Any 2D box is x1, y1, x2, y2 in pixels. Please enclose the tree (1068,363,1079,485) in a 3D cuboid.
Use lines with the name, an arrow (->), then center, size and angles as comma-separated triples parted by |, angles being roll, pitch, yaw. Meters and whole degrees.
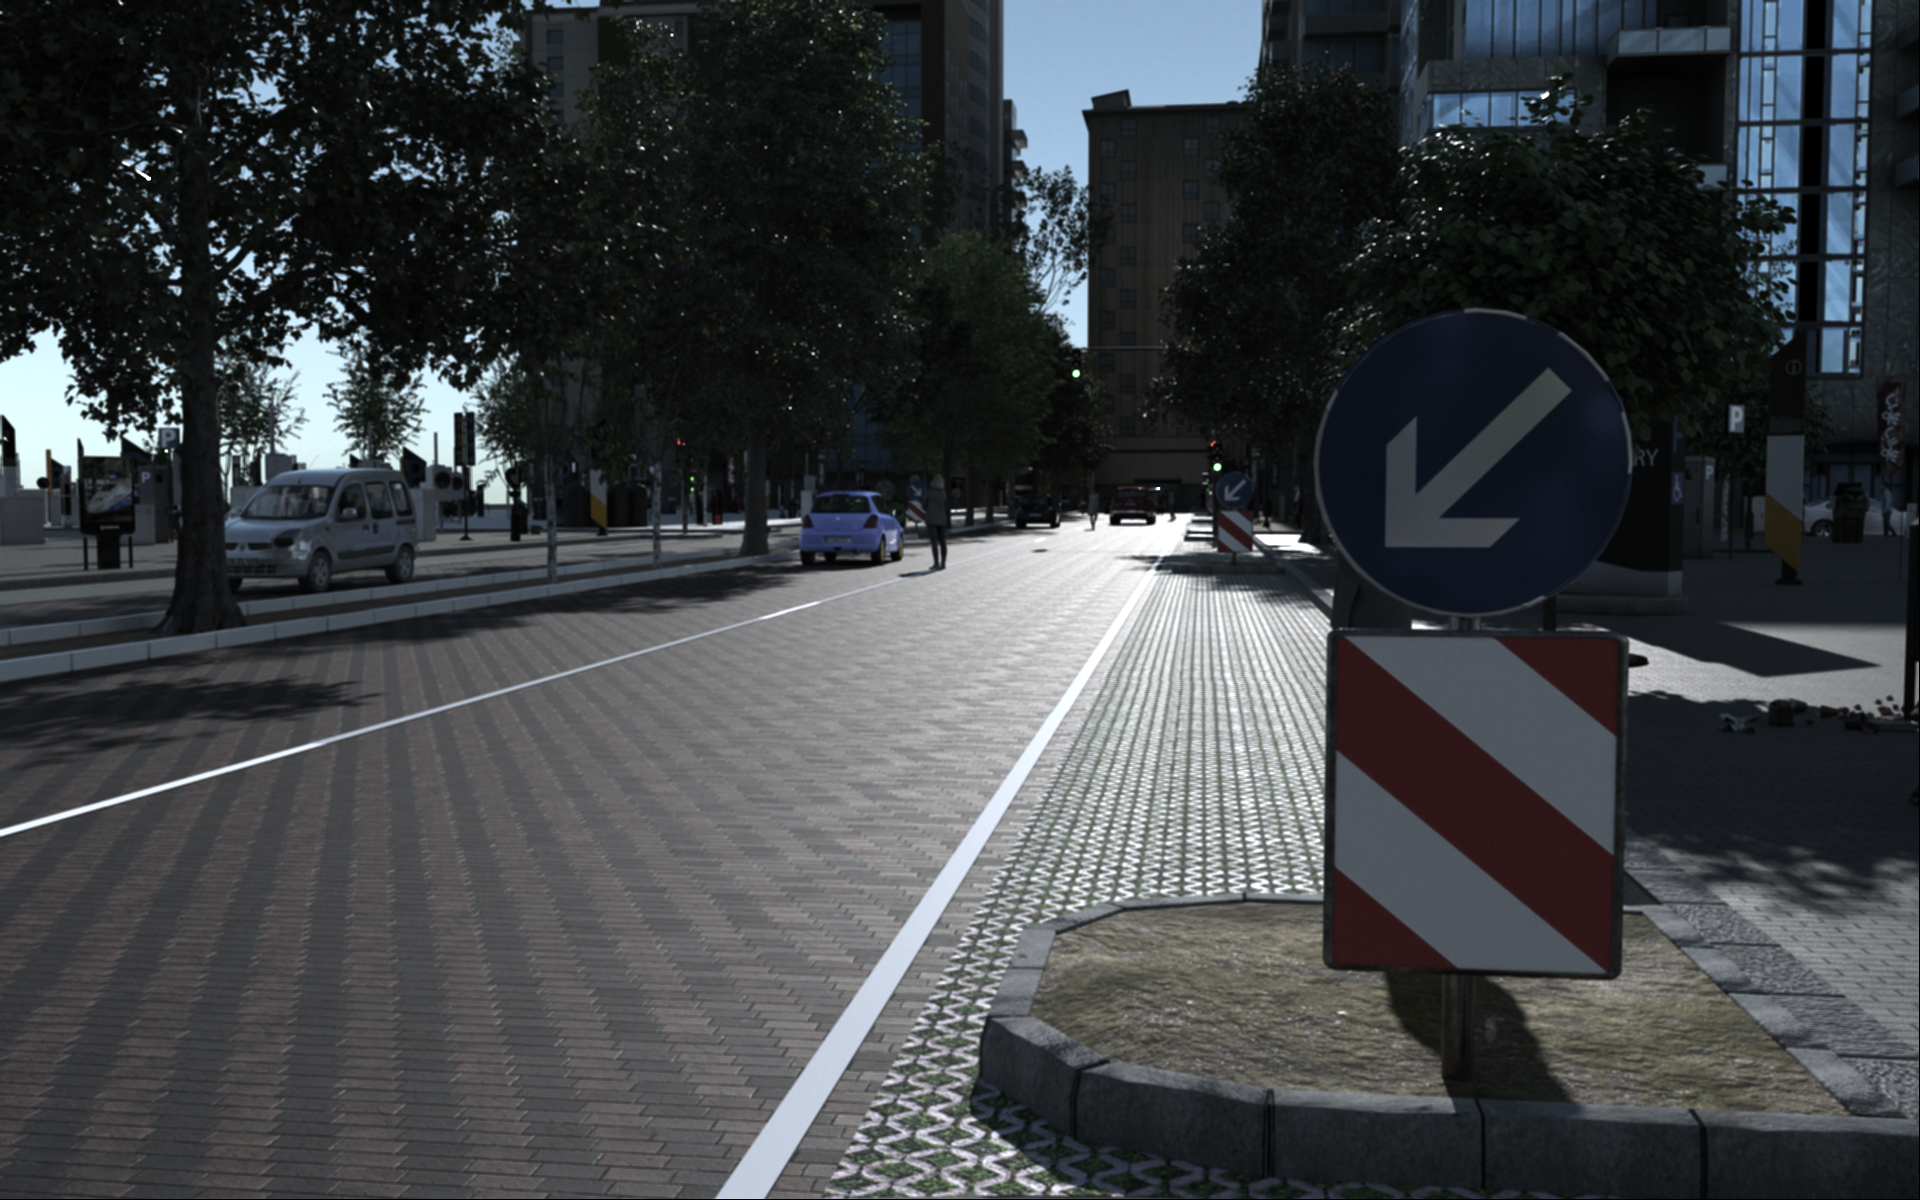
tree -> 1.351, -9.893, 82.336 | 7.486, 12.596, 7.792 | 0, 3, 0

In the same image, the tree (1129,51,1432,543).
tree -> 9.241, -7.844, 45.256 | 9.611, 12.733, 9.660 | 0, 3, 0

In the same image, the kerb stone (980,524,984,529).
kerb stone -> 0.738, -2.970, 70.903 | 0.120, 0.150, 1.000 | 0, 4, 8

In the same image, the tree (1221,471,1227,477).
tree -> 6.478, -2.471, 24.109 | 4.285, 4.588, 4.351 | 0, 3, 0

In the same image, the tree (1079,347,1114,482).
tree -> 6.574, -12.078, 118.065 | 7.486, 12.596, 7.792 | 0, 3, 0

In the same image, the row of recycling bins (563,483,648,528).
row of recycling bins -> -13.598, -3.646, 66.719 | 3.534, 1.692, 1.069 | -3, 5, -43

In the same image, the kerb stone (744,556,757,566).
kerb stone -> -4.312, -0.773, 34.831 | 0.120, 0.150, 1.000 | 0, 4, 8

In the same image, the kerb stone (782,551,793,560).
kerb stone -> -3.887, -0.955, 37.871 | 0.120, 0.150, 1.000 | 0, 4, 8

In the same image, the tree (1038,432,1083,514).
tree -> 7.253, -10.491, 124.350 | 4.737, 8.622, 4.395 | 0, 3, 0

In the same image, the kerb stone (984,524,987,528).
kerb stone -> 0.875, -3.035, 71.917 | 0.120, 0.150, 1.000 | 0, 4, 8

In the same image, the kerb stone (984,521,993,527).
kerb stone -> 1.161, -3.165, 73.948 | 0.120, 0.150, 1.000 | 0, 4, 8

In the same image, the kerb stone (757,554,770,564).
kerb stone -> -4.170, -0.828, 35.844 | 0.120, 0.150, 1.000 | 0, 4, 8

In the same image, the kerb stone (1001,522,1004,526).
kerb stone -> 1.731, -3.413, 78.004 | 0.120, 0.150, 1.000 | 0, 4, 8

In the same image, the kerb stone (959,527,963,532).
kerb stone -> -0.123, -2.605, 64.793 | 0.120, 0.150, 1.000 | 0, 4, 8

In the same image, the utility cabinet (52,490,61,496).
utility cabinet -> -45.009, -4.741, 86.199 | 1.173, 1.500, 0.318 | 2, 4, 29

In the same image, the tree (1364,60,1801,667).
tree -> 4.558, -1.815, 13.388 | 4.285, 4.588, 4.351 | 0, 3, 0

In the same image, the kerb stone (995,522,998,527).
kerb stone -> 1.447, -3.288, 75.975 | 0.120, 0.150, 1.000 | 0, 4, 8

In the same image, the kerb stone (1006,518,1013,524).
kerb stone -> 2.302, -3.661, 82.058 | 0.120, 0.150, 1.000 | 0, 4, 8

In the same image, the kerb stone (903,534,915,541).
kerb stone -> -1.620, -1.950, 54.099 | 0.120, 0.150, 1.000 | 0, 4, 8

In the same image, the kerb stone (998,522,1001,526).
kerb stone -> 1.592, -3.351, 76.991 | 0.120, 0.150, 1.000 | 0, 4, 8

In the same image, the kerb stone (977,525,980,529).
kerb stone -> 0.592, -2.916, 69.877 | 0.120, 0.150, 1.000 | 0, 4, 8

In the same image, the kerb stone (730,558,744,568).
kerb stone -> -4.454, -0.711, 33.819 | 0.120, 0.150, 1.000 | 0, 4, 8

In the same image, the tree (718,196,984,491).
tree -> -3.357, -6.957, 50.624 | 8.767, 10.594, 7.601 | 0, 4, 8

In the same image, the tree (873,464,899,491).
tree -> -4.698, -6.942, 108.106 | 1.663, 3.219, 1.824 | 0, 3, 0

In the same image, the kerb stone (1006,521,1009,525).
kerb stone -> 2.015, -3.537, 80.028 | 0.120, 0.150, 1.000 | 0, 4, 8

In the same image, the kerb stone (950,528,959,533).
kerb stone -> -0.258, -2.543, 63.778 | 0.120, 0.150, 1.000 | 0, 4, 8

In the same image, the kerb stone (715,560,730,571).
kerb stone -> -4.591, -0.644, 32.807 | 0.120, 0.150, 1.000 | 0, 4, 8

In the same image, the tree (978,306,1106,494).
tree -> 4.573, -11.312, 104.417 | 9.611, 12.733, 9.660 | 0, 3, 0

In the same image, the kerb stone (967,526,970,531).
kerb stone -> 0.160, -2.730, 66.828 | 0.120, 0.150, 1.000 | 0, 4, 8

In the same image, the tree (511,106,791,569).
tree -> -5.763, -4.907, 33.041 | 4.360, 8.622, 3.978 | 0, 3, 0

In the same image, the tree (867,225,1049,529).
tree -> -0.428, -8.433, 66.092 | 9.928, 11.665, 9.643 | 0, 3, 0

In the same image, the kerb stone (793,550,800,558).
kerb stone -> -3.750, -1.018, 38.883 | 0.120, 0.150, 1.000 | 0, 4, 8

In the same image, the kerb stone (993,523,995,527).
kerb stone -> 1.304, -3.227, 74.963 | 0.120, 0.150, 1.000 | 0, 4, 8

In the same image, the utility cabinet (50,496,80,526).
utility cabinet -> -35.556, -3.527, 68.831 | 1.020, 1.237, 0.306 | -1, 4, -18

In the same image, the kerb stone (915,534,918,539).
kerb stone -> -1.469, -2.013, 55.110 | 0.120, 0.150, 1.000 | 0, 4, 8

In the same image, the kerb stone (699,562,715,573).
kerb stone -> -4.738, -0.586, 31.778 | 0.120, 0.150, 1.000 | 0, 4, 8

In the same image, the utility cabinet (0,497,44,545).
utility cabinet -> -23.841, -2.005, 43.947 | 0.306, 1.237, 1.020 | 3, 5, 40

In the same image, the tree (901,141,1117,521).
tree -> 1.673, -14.370, 93.295 | 12.611, 20.169, 13.585 | 0, 3, 0

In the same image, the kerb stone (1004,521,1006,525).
kerb stone -> 1.865, -3.475, 79.017 | 0.120, 0.150, 1.000 | 0, 4, 8

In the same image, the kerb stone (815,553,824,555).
kerb stone -> -3.321, -1.202, 41.920 | 0.120, 0.150, 1.000 | 0, 4, 8

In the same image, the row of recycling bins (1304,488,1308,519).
row of recycling bins -> 18.184, -4.895, 87.140 | 1.069, 1.692, 3.534 | 0, 4, -5

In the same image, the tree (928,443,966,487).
tree -> -0.879, -11.313, 135.328 | 4.360, 8.622, 3.978 | 0, 3, 0

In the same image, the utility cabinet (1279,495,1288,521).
utility cabinet -> 15.431, -4.366, 82.544 | 0.306, 1.237, 1.020 | 1, 4, 19

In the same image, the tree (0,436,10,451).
tree -> -15.995, -1.973, 26.861 | 1.663, 3.219, 1.824 | 0, 3, 0

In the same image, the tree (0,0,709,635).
tree -> -7.842, -6.010, 17.735 | 9.611, 12.733, 9.660 | 0, 3, 0

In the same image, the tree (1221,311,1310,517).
tree -> 16.281, -10.411, 95.973 | 9.928, 11.665, 9.643 | 0, 3, 0

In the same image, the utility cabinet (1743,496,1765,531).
utility cabinet -> 27.459, -2.973, 59.771 | 1.020, 1.237, 0.306 | -3, 4, -36

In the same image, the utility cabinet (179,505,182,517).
utility cabinet -> -43.427, -5.282, 97.524 | 1.020, 1.237, 0.306 | -3, 5, -41

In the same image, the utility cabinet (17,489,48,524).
utility cabinet -> -38.764, -3.890, 72.273 | 1.173, 1.500, 0.318 | -1, 4, -22

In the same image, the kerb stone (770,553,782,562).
kerb stone -> -4.025, -0.897, 36.858 | 0.120, 0.150, 1.000 | 0, 4, 8

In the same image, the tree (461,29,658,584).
tree -> -6.435, -4.529, 26.869 | 4.737, 8.622, 4.395 | 0, 3, 0

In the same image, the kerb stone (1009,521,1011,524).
kerb stone -> 2.161, -3.595, 81.044 | 0.120, 0.150, 1.000 | 0, 4, 8

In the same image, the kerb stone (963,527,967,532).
kerb stone -> 0.032, -2.665, 65.811 | 0.120, 0.150, 1.000 | 0, 4, 8

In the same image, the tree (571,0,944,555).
tree -> -4.818, -8.025, 40.324 | 9.857, 13.997, 8.962 | 0, 3, 0

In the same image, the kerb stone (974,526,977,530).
kerb stone -> 0.453, -2.854, 68.864 | 0.120, 0.150, 1.000 | 0, 4, 8

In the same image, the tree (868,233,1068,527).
tree -> 0.365, -9.434, 74.829 | 7.486, 12.596, 7.792 | 0, 3, 0

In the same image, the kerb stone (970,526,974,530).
kerb stone -> 0.308, -2.792, 67.853 | 0.120, 0.150, 1.000 | 0, 4, 8

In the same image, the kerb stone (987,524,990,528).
kerb stone -> 1.029, -3.103, 72.934 | 0.120, 0.150, 1.000 | 0, 4, 8

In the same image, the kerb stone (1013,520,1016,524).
kerb stone -> 2.444, -3.723, 83.071 | 0.120, 0.150, 1.000 | 0, 4, 8
